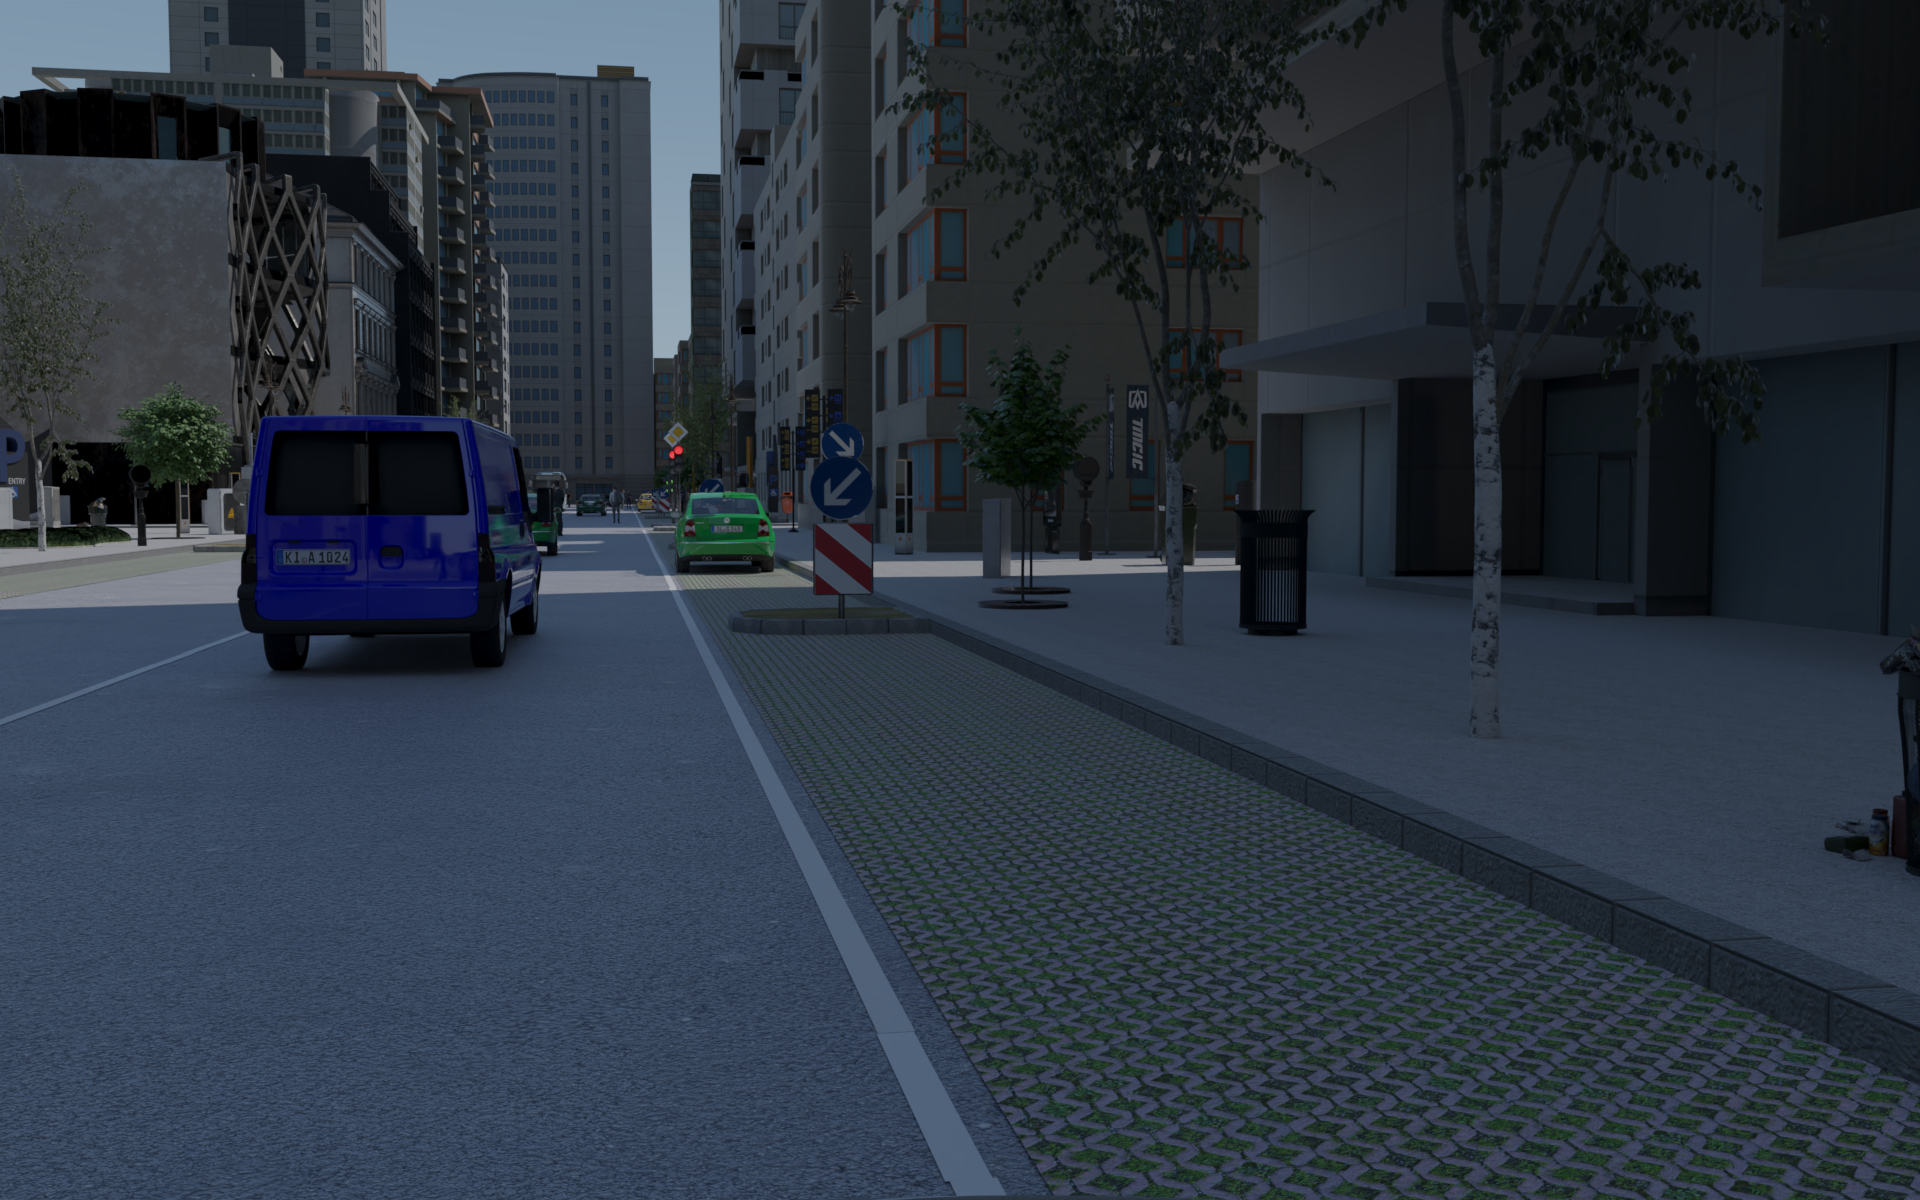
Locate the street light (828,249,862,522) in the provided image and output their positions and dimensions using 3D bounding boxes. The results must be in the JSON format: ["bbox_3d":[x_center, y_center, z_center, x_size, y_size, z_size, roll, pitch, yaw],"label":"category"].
[{"bbox_3d":[-2.169,-3.671,32.816,0.468,5.910,1.993,-1,4,-11],"label":"street light"}]

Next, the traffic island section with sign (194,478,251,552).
[{"bbox_3d":[-17.887,-2.121,43.302,1.989,1.847,2.006,-1,4,-11],"label":"traffic island section with sign"}]

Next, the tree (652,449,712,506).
[{"bbox_3d":[-19.055,-8.482,122.399,4.285,4.588,4.351,0,3,0],"label":"tree"}]

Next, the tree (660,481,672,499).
[{"bbox_3d":[-30.604,-11.495,182.551,1.663,3.219,1.824,0,3,0],"label":"tree"}]

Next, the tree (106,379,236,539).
[{"bbox_3d":[-22.591,-4.037,49.712,4.285,4.588,4.351,0,3,0],"label":"tree"}]

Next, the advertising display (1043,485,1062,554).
[{"bbox_3d":[1.987,-1.959,37.236,0.123,1.923,0.974,-1,4,-14],"label":"advertising display"}]

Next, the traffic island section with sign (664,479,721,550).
[{"bbox_3d":[-6.598,-2.231,45.109,1.989,1.847,2.006,-1,4,-11],"label":"traffic island section with sign"}]

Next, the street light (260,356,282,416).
[{"bbox_3d":[-23.089,-5.221,58.150,0.468,5.910,1.993,-1,4,-11],"label":"street light"}]

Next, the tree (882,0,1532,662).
[{"bbox_3d":[1.614,-3.917,14.399,4.360,8.622,3.978,0,3,0],"label":"tree"}]

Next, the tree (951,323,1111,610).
[{"bbox_3d":[0.661,-1.539,19.769,1.663,3.219,1.824,0,3,0],"label":"tree"}]

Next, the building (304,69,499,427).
[{"bbox_3d":[-60.570,-32.243,181.797,22.147,44.769,28.867,-1,4,-11],"label":"building"}]

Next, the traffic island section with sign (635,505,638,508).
[{"bbox_3d":[-31.749,-10.192,175.268,1.989,1.847,2.006,-1,4,-11],"label":"traffic island section with sign"}]

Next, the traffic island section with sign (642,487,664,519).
[{"bbox_3d":[-17.191,-5.581,99.884,1.989,1.847,2.006,-1,4,-11],"label":"traffic island section with sign"}]

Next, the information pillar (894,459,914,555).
[{"bbox_3d":[-1.188,-1.968,36.676,0.304,2.012,0.304,2,4,29],"label":"information pillar"}]

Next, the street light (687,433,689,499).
[{"bbox_3d":[-18.233,-8.748,115.811,0.468,5.910,1.993,-1,4,-11],"label":"street light"}]

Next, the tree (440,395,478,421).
[{"bbox_3d":[-36.836,-10.885,128.339,4.737,8.622,4.395,0,3,0],"label":"tree"}]

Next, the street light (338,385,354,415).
[{"bbox_3d":[-26.101,-6.174,73.740,0.468,5.910,1.993,-1,4,-11],"label":"street light"}]

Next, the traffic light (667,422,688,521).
[{"bbox_3d":[-10.969,-4.799,67.391,0.839,4.253,0.868,-1,4,-11],"label":"traffic light"}]

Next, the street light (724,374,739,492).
[{"bbox_3d":[-8.812,-5.755,66.885,0.468,5.910,1.993,-1,4,-11],"label":"street light"}]

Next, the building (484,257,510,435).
[{"bbox_3d":[-62.108,-26.832,210.402,14.107,30.474,14.160,-1,4,-11],"label":"building"}]

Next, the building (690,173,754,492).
[{"bbox_3d":[-17.791,-23.730,159.686,14.160,30.474,14.107,-1,4,-11],"label":"building"}]

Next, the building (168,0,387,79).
[{"bbox_3d":[-78.510,-46.746,202.549,20.611,71.187,20.563,-1,4,-11],"label":"building"}]

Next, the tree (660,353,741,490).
[{"bbox_3d":[-13.168,-8.496,89.266,4.737,8.622,4.395,0,3,0],"label":"tree"}]

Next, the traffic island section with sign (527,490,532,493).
[{"bbox_3d":[-42.962,-10.061,173.119,1.989,1.847,2.006,-1,4,-11],"label":"traffic island section with sign"}]

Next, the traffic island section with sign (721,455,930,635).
[{"bbox_3d":[-1.455,-0.601,18.455,1.989,1.847,2.006,-1,4,-11],"label":"traffic island section with sign"}]

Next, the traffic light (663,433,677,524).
[{"bbox_3d":[-12.484,-5.279,75.232,0.839,4.253,0.868,-1,4,-11],"label":"traffic light"}]

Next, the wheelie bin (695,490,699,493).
[{"bbox_3d":[-18.898,-7.166,125.065,0.693,1.594,0.980,0,4,8],"label":"wheelie bin"}]

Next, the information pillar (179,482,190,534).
[{"bbox_3d":[-25.204,-3.161,56.172,0.304,2.012,0.304,-3,5,-43],"label":"information pillar"}]

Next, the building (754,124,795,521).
[{"bbox_3d":[4.264,-15.283,94.914,28.899,21.520,27.650,-1,4,-11],"label":"building"}]

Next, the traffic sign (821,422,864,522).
[{"bbox_3d":[-2.094,-1.877,30.787,0.768,2.556,0.104,-1,4,-9],"label":"traffic sign"}]

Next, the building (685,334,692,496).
[{"bbox_3d":[-14.083,-20.642,182.531,27.650,21.520,28.899,-1,4,-11],"label":"building"}]

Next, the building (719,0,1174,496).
[{"bbox_3d":[-2.936,-32.702,123.916,28.713,52.752,27.495,-1,4,-11],"label":"building"}]

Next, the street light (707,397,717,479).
[{"bbox_3d":[-11.790,-6.714,82.562,0.468,5.910,1.993,-1,4,-11],"label":"street light"}]

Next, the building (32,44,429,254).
[{"bbox_3d":[-61.323,-28.309,154.725,32.217,40.220,23.993,-1,4,-11],"label":"building"}]

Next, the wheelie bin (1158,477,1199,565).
[{"bbox_3d":[3.964,-1.434,31.358,0.693,1.594,0.980,0,4,-3],"label":"wheelie bin"}]

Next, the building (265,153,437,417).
[{"bbox_3d":[-43.953,-17.837,121.319,12.332,23.373,15.834,-1,4,-11],"label":"building"}]

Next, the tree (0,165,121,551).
[{"bbox_3d":[-20.556,-5.375,38.247,4.360,8.622,3.978,0,3,0],"label":"tree"}]

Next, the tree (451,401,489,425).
[{"bbox_3d":[-38.740,-11.394,136.660,4.360,8.622,3.978,0,3,0],"label":"tree"}]

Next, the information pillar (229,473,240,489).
[{"bbox_3d":[-24.908,-3.367,59.536,0.304,2.012,0.304,-2,4,-32],"label":"information pillar"}]

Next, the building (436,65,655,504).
[{"bbox_3d":[-56.956,-42.678,239.780,28.212,58.520,21.231,-1,4,-11],"label":"building"}]

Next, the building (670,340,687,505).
[{"bbox_3d":[-20.572,-22.397,211.226,27.650,21.520,28.899,-1,4,-11],"label":"building"}]

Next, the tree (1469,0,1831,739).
[{"bbox_3d":[2.891,-3.567,8.690,4.360,8.622,3.978,0,3,0],"label":"tree"}]

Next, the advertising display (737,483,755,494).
[{"bbox_3d":[-12.105,-5.672,97.945,0.974,1.923,0.123,0,4,1],"label":"advertising display"}]

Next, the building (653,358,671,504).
[{"bbox_3d":[-29.305,-24.720,249.208,28.899,21.520,27.650,-1,4,-11],"label":"building"}]

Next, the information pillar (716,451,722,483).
[{"bbox_3d":[-12.921,-6.217,93.007,0.183,3.616,0.504,-3,4,-38],"label":"information pillar"}]
